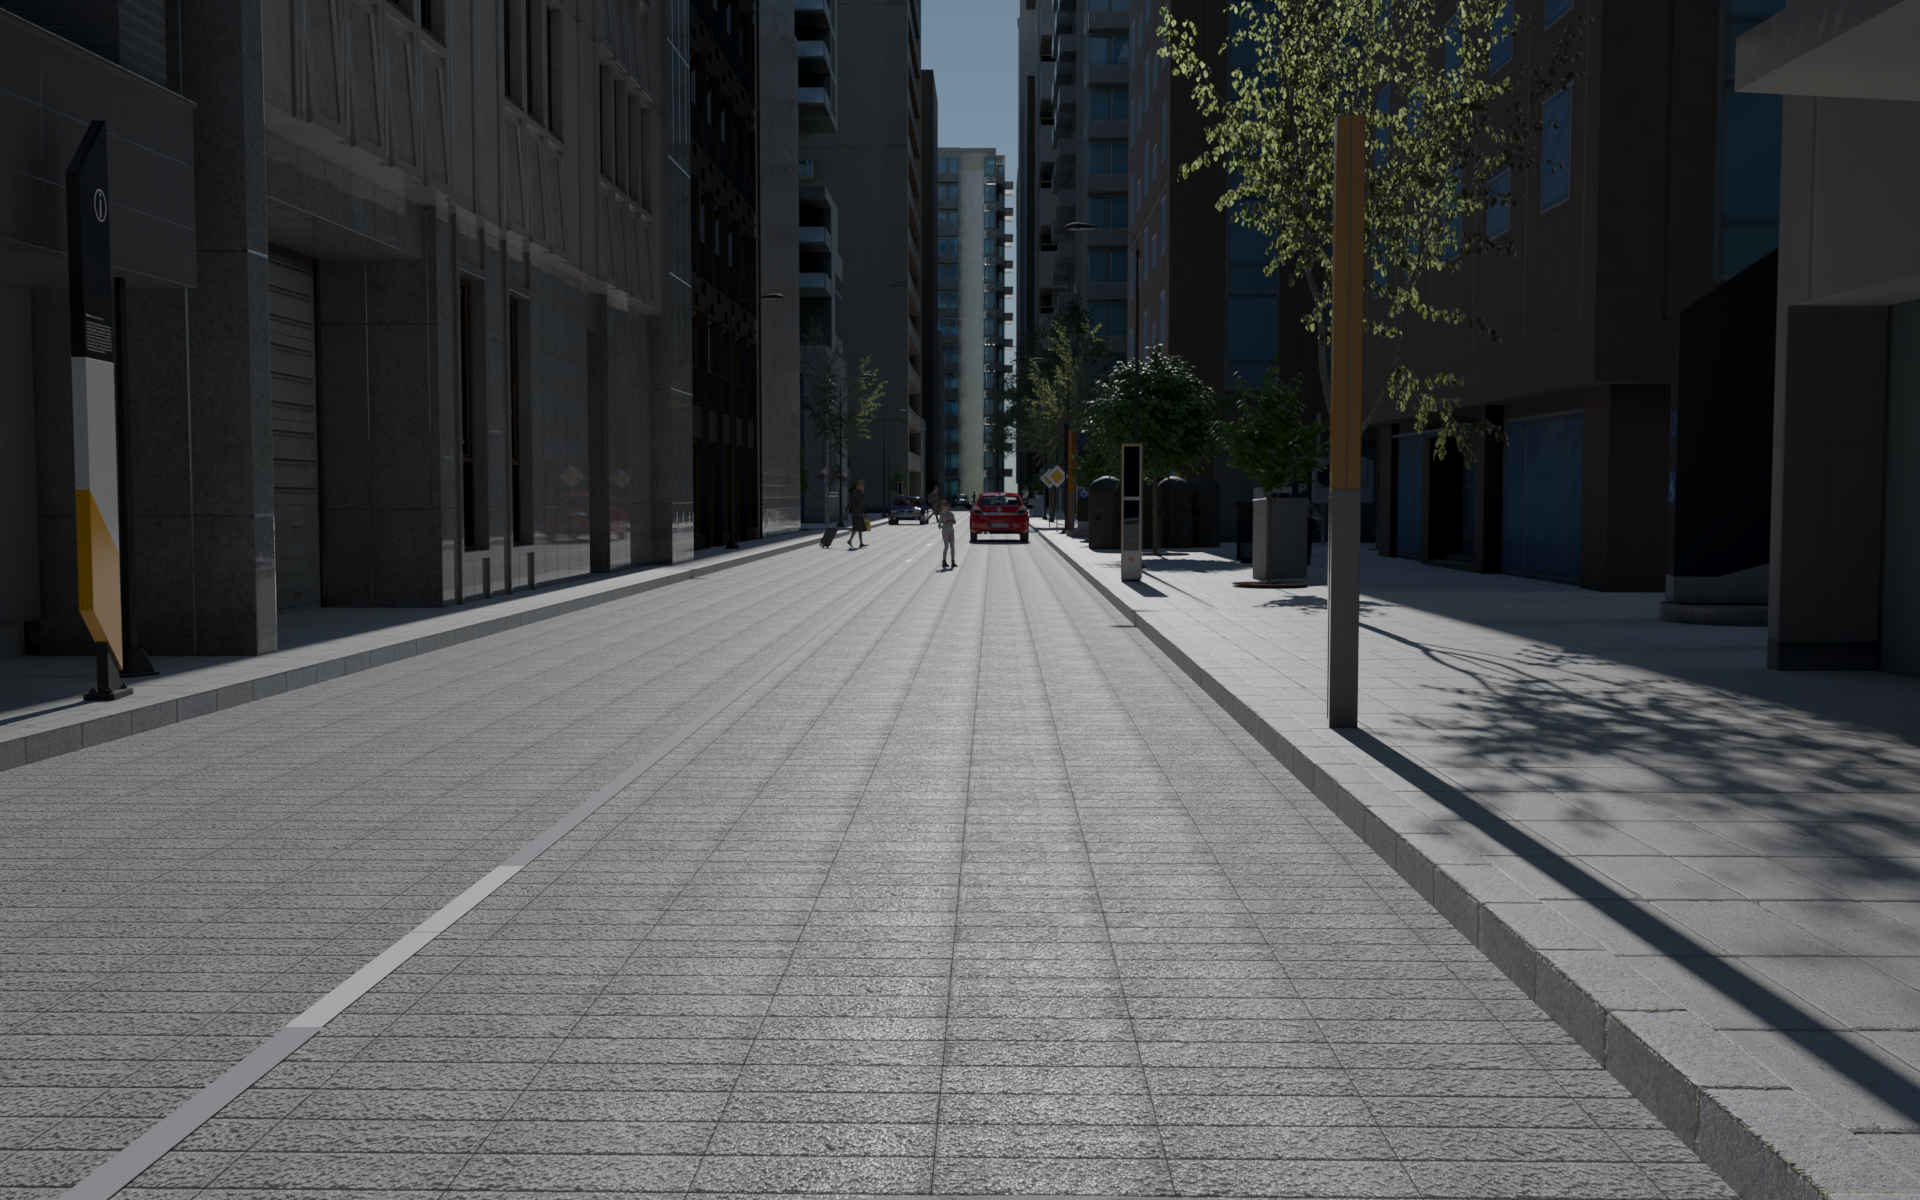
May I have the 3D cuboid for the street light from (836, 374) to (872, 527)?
[{"bbox_3d":[-4.108,-5.799,67.355,1.470,5.913,1.316,0,4,1],"label":"street light"}]

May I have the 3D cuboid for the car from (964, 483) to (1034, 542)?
[{"bbox_3d":[1.196,-2.696,53.119,2.155,1.783,4.494,0,4,1],"label":"car"}]

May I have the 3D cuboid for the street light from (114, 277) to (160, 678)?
[{"bbox_3d":[-5.319,-2.416,12.045,1.470,5.913,1.316,0,4,1],"label":"street light"}]

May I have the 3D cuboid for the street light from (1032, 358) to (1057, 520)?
[{"bbox_3d":[3.152,-5.303,59.249,1.470,5.913,1.316,0,4,1],"label":"street light"}]

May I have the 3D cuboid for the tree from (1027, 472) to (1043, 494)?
[{"bbox_3d":[6.534,-9.262,146.035,1.663,3.219,1.824,0,3,0],"label":"tree"}]

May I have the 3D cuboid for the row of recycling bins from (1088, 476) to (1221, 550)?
[{"bbox_3d":[4.672,-2.075,41.043,3.534,1.692,1.069,-2,4,-28],"label":"row of recycling bins"}]

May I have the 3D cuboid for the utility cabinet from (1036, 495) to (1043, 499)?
[{"bbox_3d":[5.124,-6.118,111.195,0.306,1.237,1.020,0,4,-6],"label":"utility cabinet"}]

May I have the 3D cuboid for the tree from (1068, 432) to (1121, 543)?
[{"bbox_3d":[3.623,-3.128,45.750,1.663,3.219,1.824,0,3,0],"label":"tree"}]

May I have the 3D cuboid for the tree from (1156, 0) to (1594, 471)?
[{"bbox_3d":[3.948,-4.108,17.521,4.360,8.622,3.978,0,3,0],"label":"tree"}]

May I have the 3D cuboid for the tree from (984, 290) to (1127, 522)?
[{"bbox_3d":[4.511,-8.847,79.063,7.601,10.594,8.767,1,4,22],"label":"tree"}]

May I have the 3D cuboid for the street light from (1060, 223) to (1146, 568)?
[{"bbox_3d":[2.499,-3.502,29.804,1.470,5.913,1.316,0,4,1],"label":"street light"}]

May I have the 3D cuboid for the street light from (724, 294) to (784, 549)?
[{"bbox_3d":[-4.790,-4.148,40.364,1.470,5.913,1.316,0,4,1],"label":"street light"}]

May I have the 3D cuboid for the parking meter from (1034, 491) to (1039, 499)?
[{"bbox_3d":[5.917,-7.655,133.568,0.372,1.533,0.369,0,3,0],"label":"parking meter"}]

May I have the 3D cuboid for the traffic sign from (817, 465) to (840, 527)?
[{"bbox_3d":[-4.523,-3.415,59.474,0.795,2.450,0.064,0,4,1],"label":"traffic sign"}]

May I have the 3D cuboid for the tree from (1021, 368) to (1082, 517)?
[{"bbox_3d":[5.431,-8.998,97.486,4.737,8.622,4.395,0,3,0],"label":"tree"}]

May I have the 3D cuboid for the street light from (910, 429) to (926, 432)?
[{"bbox_3d":[-3.089,-9.220,123.293,1.470,5.913,1.316,0,4,1],"label":"street light"}]

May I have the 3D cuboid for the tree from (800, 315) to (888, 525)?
[{"bbox_3d":[-5.346,-7.449,72.151,4.360,8.622,3.978,0,3,0],"label":"tree"}]

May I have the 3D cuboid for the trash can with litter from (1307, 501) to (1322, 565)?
[{"bbox_3d":[5.899,-1.203,31.064,1.055,1.170,0.624,-1,4,-22],"label":"trash can with litter"}]

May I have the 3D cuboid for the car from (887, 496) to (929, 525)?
[{"bbox_3d":[-2.413,-4.232,81.769,1.945,1.354,3.894,0,4,3],"label":"car"}]

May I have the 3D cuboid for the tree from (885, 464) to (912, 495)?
[{"bbox_3d":[-4.080,-7.196,112.249,1.663,3.219,1.824,0,3,0],"label":"tree"}]

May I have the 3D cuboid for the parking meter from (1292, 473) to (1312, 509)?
[{"bbox_3d":[7.013,-1.826,35.567,0.399,1.863,0.255,1,4,10],"label":"parking meter"}]

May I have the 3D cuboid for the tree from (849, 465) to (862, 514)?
[{"bbox_3d":[-7.196,-7.229,112.802,1.663,3.219,1.824,0,3,0],"label":"tree"}]

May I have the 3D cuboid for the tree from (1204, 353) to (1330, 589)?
[{"bbox_3d":[4.411,-1.788,23.835,1.663,3.219,1.824,0,3,0],"label":"tree"}]

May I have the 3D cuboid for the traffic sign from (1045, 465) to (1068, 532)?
[{"bbox_3d":[3.319,-3.404,59.296,0.795,2.450,0.064,0,4,1],"label":"traffic sign"}]

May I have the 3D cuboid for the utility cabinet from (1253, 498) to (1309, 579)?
[{"bbox_3d":[4.883,-0.934,26.429,1.020,1.237,0.306,-3,5,-42],"label":"utility cabinet"}]

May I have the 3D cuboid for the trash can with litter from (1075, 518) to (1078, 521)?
[{"bbox_3d":[6.105,-4.406,83.089,1.678,1.210,2.233,-2,4,-31],"label":"trash can with litter"}]

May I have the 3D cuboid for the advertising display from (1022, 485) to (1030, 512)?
[{"bbox_3d":[4.562,-6.993,119.541,0.123,1.923,0.974,-2,4,-26],"label":"advertising display"}]

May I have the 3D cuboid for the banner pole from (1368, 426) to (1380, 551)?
[{"bbox_3d":[9.664,-3.011,39.246,0.401,3.779,0.863,-3,4,-36],"label":"banner pole"}]

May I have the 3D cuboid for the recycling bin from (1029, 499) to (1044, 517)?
[{"bbox_3d":[4.239,-5.069,95.430,0.722,1.027,0.722,-1,4,-17],"label":"recycling bin"}]

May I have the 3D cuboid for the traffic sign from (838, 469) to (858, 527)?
[{"bbox_3d":[-4.361,-3.903,67.458,0.795,2.450,0.064,0,4,1],"label":"traffic sign"}]

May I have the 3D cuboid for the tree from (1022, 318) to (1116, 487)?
[{"bbox_3d":[4.801,-7.423,71.728,4.360,8.622,3.978,0,3,0],"label":"tree"}]

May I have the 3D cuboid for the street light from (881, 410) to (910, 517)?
[{"bbox_3d":[-3.658,-7.524,95.564,1.470,5.913,1.316,0,4,1],"label":"street light"}]

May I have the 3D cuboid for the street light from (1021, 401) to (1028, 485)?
[{"bbox_3d":[3.704,-6.946,86.104,1.470,5.913,1.316,0,4,1],"label":"street light"}]

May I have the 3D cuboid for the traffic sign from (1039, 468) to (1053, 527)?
[{"bbox_3d":[3.481,-3.892,67.279,0.795,2.450,0.064,0,4,1],"label":"traffic sign"}]

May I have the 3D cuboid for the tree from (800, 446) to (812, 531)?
[{"bbox_3d":[-5.709,-4.051,60.828,1.663,3.219,1.824,0,3,0],"label":"tree"}]

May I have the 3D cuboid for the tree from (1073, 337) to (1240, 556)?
[{"bbox_3d":[4.058,-3.226,36.462,4.285,4.588,4.351,0,3,0],"label":"tree"}]
